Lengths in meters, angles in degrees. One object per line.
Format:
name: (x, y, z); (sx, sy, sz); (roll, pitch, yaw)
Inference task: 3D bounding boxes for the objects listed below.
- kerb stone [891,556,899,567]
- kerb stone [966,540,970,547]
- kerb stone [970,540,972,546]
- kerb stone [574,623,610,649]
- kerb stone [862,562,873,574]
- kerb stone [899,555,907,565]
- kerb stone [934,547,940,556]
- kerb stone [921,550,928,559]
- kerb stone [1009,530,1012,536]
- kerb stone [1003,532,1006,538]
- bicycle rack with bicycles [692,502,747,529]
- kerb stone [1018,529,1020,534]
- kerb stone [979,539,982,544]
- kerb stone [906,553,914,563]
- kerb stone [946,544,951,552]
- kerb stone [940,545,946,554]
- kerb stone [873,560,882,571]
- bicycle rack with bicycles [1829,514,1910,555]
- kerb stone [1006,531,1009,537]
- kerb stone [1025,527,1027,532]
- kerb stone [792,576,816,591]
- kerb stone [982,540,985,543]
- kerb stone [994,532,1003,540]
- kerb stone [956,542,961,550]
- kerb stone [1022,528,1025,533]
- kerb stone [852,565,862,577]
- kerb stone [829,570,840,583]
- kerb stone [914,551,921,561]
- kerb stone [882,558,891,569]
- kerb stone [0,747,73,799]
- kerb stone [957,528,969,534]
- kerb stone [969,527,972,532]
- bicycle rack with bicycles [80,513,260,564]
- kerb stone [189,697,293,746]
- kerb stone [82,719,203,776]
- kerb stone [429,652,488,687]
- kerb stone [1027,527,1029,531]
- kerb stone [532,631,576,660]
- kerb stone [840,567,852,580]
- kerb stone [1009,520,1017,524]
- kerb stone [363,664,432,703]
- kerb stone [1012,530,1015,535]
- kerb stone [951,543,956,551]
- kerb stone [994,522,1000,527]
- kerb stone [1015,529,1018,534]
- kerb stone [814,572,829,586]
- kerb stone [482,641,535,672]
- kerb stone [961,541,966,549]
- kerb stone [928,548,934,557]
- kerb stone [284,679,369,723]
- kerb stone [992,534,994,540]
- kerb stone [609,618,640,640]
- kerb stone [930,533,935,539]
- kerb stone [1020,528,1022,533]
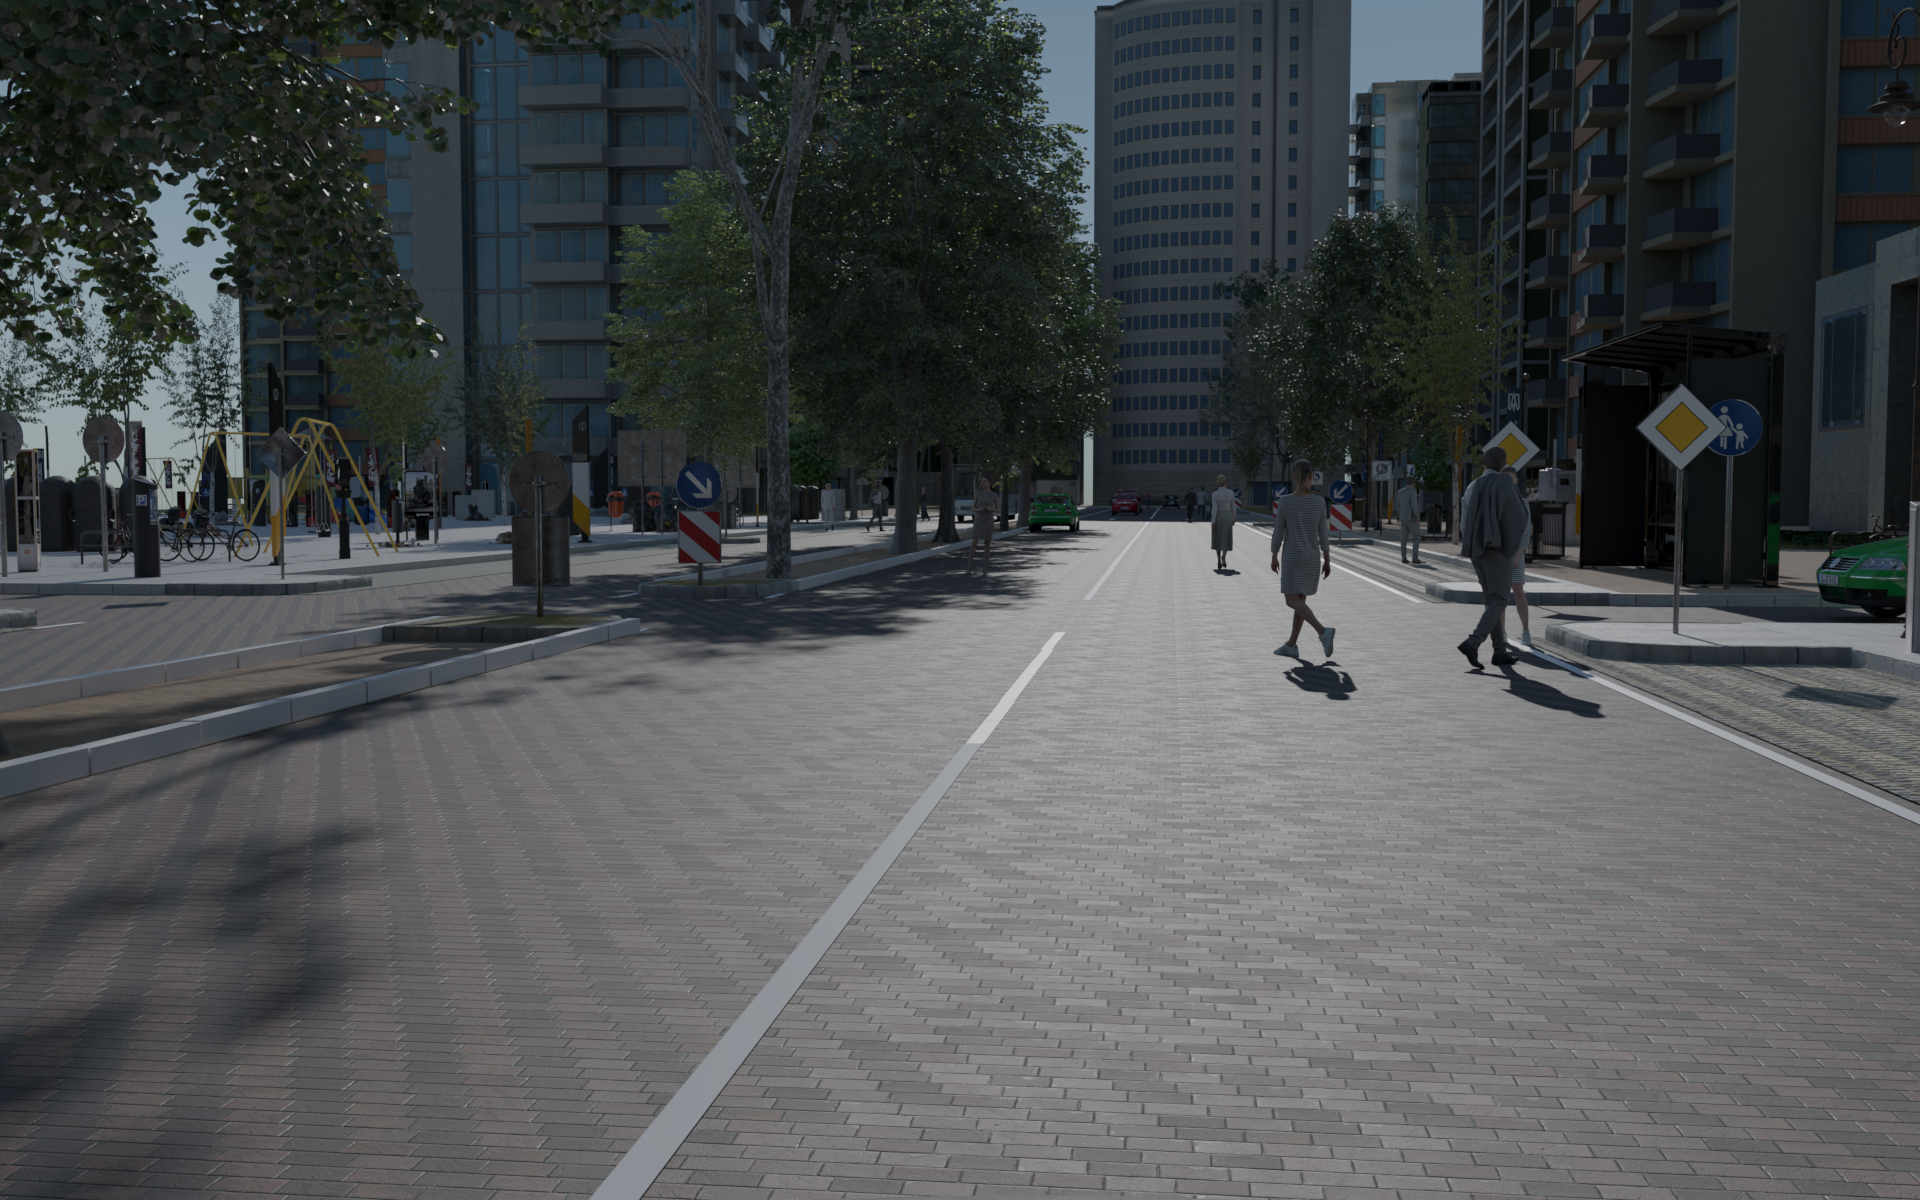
kerb stone: (-1.395, -0.736, 34.255); (0.120, 0.150, 1.000); (0, 4, 7)
kerb stone: (0.086, -1.483, 46.468); (0.120, 0.150, 1.000); (0, 4, 7)
kerb stone: (0.205, -1.544, 47.484); (0.120, 0.150, 1.000); (0, 4, 7)
kerb stone: (-3.561, 0.355, 16.436); (0.120, 0.150, 1.000); (0, 4, 7)
kerb stone: (-1.758, -0.551, 31.204); (0.120, 0.150, 1.000); (0, 4, 7)
kerb stone: (-1.273, -0.793, 35.275); (0.120, 0.150, 1.000); (0, 4, 7)
kerb stone: (-0.654, -1.106, 40.365); (0.120, 0.150, 1.000); (0, 4, 7)
kerb stone: (-0.900, -0.983, 38.327); (0.120, 0.150, 1.000); (0, 4, 7)
kerb stone: (1.583, -2.233, 58.708); (0.120, 0.150, 1.000); (0, 4, 7)
kerb stone: (1.319, -2.105, 56.665); (0.120, 0.150, 1.000); (0, 4, 7)
bicycle rack with bicycles: (-9.747, -3.065, 63.494); (2.925, 0.926, 2.852); (3, 4, 36)
kerb stone: (1.945, -2.419, 61.753); (0.120, 0.150, 1.000); (0, 4, 7)
kerb stone: (0.456, -1.672, 49.529); (0.120, 0.150, 1.000); (0, 4, 7)
kerb stone: (-1.152, -0.862, 36.290); (0.120, 0.150, 1.000); (0, 4, 7)
kerb stone: (-0.400, -1.235, 42.396); (0.120, 0.150, 1.000); (0, 4, 7)
kerb stone: (-0.527, -1.172, 41.379); (0.120, 0.150, 1.000); (0, 4, 7)
kerb stone: (-1.646, -0.613, 32.220); (0.120, 0.150, 1.000); (0, 4, 7)
bicycle rack with bicycles: (16.515, -1.004, 29.799); (2.925, 0.926, 2.852); (0, 4, 3)
kerb stone: (1.447, -2.171, 57.685); (0.120, 0.150, 1.000); (0, 4, 7)
kerb stone: (2.316, -2.606, 64.799); (0.120, 0.150, 1.000); (0, 4, 7)
kerb stone: (-2.378, -0.240, 26.123); (0.120, 0.150, 1.000); (0, 4, 7)
kerb stone: (0.707, -1.794, 51.558); (0.120, 0.150, 1.000); (0, 4, 7)
kerb stone: (1.203, -2.046, 55.649); (0.120, 0.150, 1.000); (0, 4, 7)
kerb stone: (-0.156, -1.358, 44.435); (0.120, 0.150, 1.000); (0, 4, 7)
kerb stone: (2.198, -2.543, 63.783); (0.120, 0.150, 1.000); (0, 4, 7)
kerb stone: (-1.896, -0.489, 30.191); (0.120, 0.150, 1.000); (0, 4, 7)
kerb stone: (-2.138, -0.358, 28.160); (0.120, 0.150, 1.000); (0, 4, 7)
kerb stone: (-1.016, -0.924, 37.303); (0.120, 0.150, 1.000); (0, 4, 7)
kerb stone: (-1.513, -0.675, 33.234); (0.120, 0.150, 1.000); (0, 4, 7)
kerb stone: (-4.540, 0.854, 8.296); (0.120, 0.150, 1.000); (0, 4, 7)
kerb stone: (0.104, -2.559, 64.032); (0.120, 0.150, 1.000); (0, 4, 7)
kerb stone: (0.232, -2.621, 65.046); (0.120, 0.150, 1.000); (0, 4, 7)
bicycle rack with bicycles: (-15.025, -1.159, 32.333); (2.925, 0.926, 2.852); (1, 4, 20)
kerb stone: (-4.301, 0.727, 10.326); (0.120, 0.150, 1.000); (0, 4, 7)
kerb stone: (-4.416, 0.796, 9.311); (0.120, 0.150, 1.000); (0, 4, 7)
kerb stone: (-3.926, 0.539, 13.385); (0.120, 0.150, 1.000); (0, 4, 7)
kerb stone: (2.435, -2.668, 65.814); (0.120, 0.150, 1.000); (0, 4, 7)
kerb stone: (-3.671, 0.418, 15.417); (0.120, 0.150, 1.000); (0, 4, 7)
kerb stone: (-2.013, -0.427, 29.176); (0.120, 0.150, 1.000); (0, 4, 7)
kerb stone: (2.575, -3.800, 84.361); (0.120, 0.150, 1.000); (0, 4, 7)
kerb stone: (-4.055, 0.601, 12.365); (0.120, 0.150, 1.000); (0, 4, 7)
kerb stone: (1.703, -2.295, 59.723); (0.120, 0.150, 1.000); (0, 4, 7)
kerb stone: (-0.284, -1.298, 43.411); (0.120, 0.150, 1.000); (0, 4, 7)
kerb stone: (1.716, -3.364, 77.242); (0.120, 0.150, 1.000); (0, 4, 7)
kerb stone: (1.831, -2.357, 60.737); (0.120, 0.150, 1.000); (0, 4, 7)
kerb stone: (-2.256, -0.303, 27.144); (0.120, 0.150, 1.000); (0, 4, 7)
kerb stone: (-3.801, 0.477, 14.403); (0.120, 0.150, 1.000); (0, 4, 7)
kerb stone: (-0.036, -1.422, 45.453); (0.120, 0.150, 1.000); (0, 4, 7)
kerb stone: (-0.778, -1.047, 39.346); (0.120, 0.150, 1.000); (0, 4, 7)
kerb stone: (-4.179, 0.664, 11.346); (0.120, 0.150, 1.000); (0, 4, 7)
kerb stone: (0.836, -1.859, 52.584); (0.120, 0.150, 1.000); (0, 4, 7)
kerb stone: (-3.433, 0.295, 17.461); (0.120, 0.150, 1.000); (0, 4, 7)
kerb stone: (-1.005, -1.999, 54.874); (0.120, 0.150, 1.000); (0, 4, 7)
kerb stone: (2.068, -2.479, 62.768); (0.120, 0.150, 1.000); (0, 4, 7)
